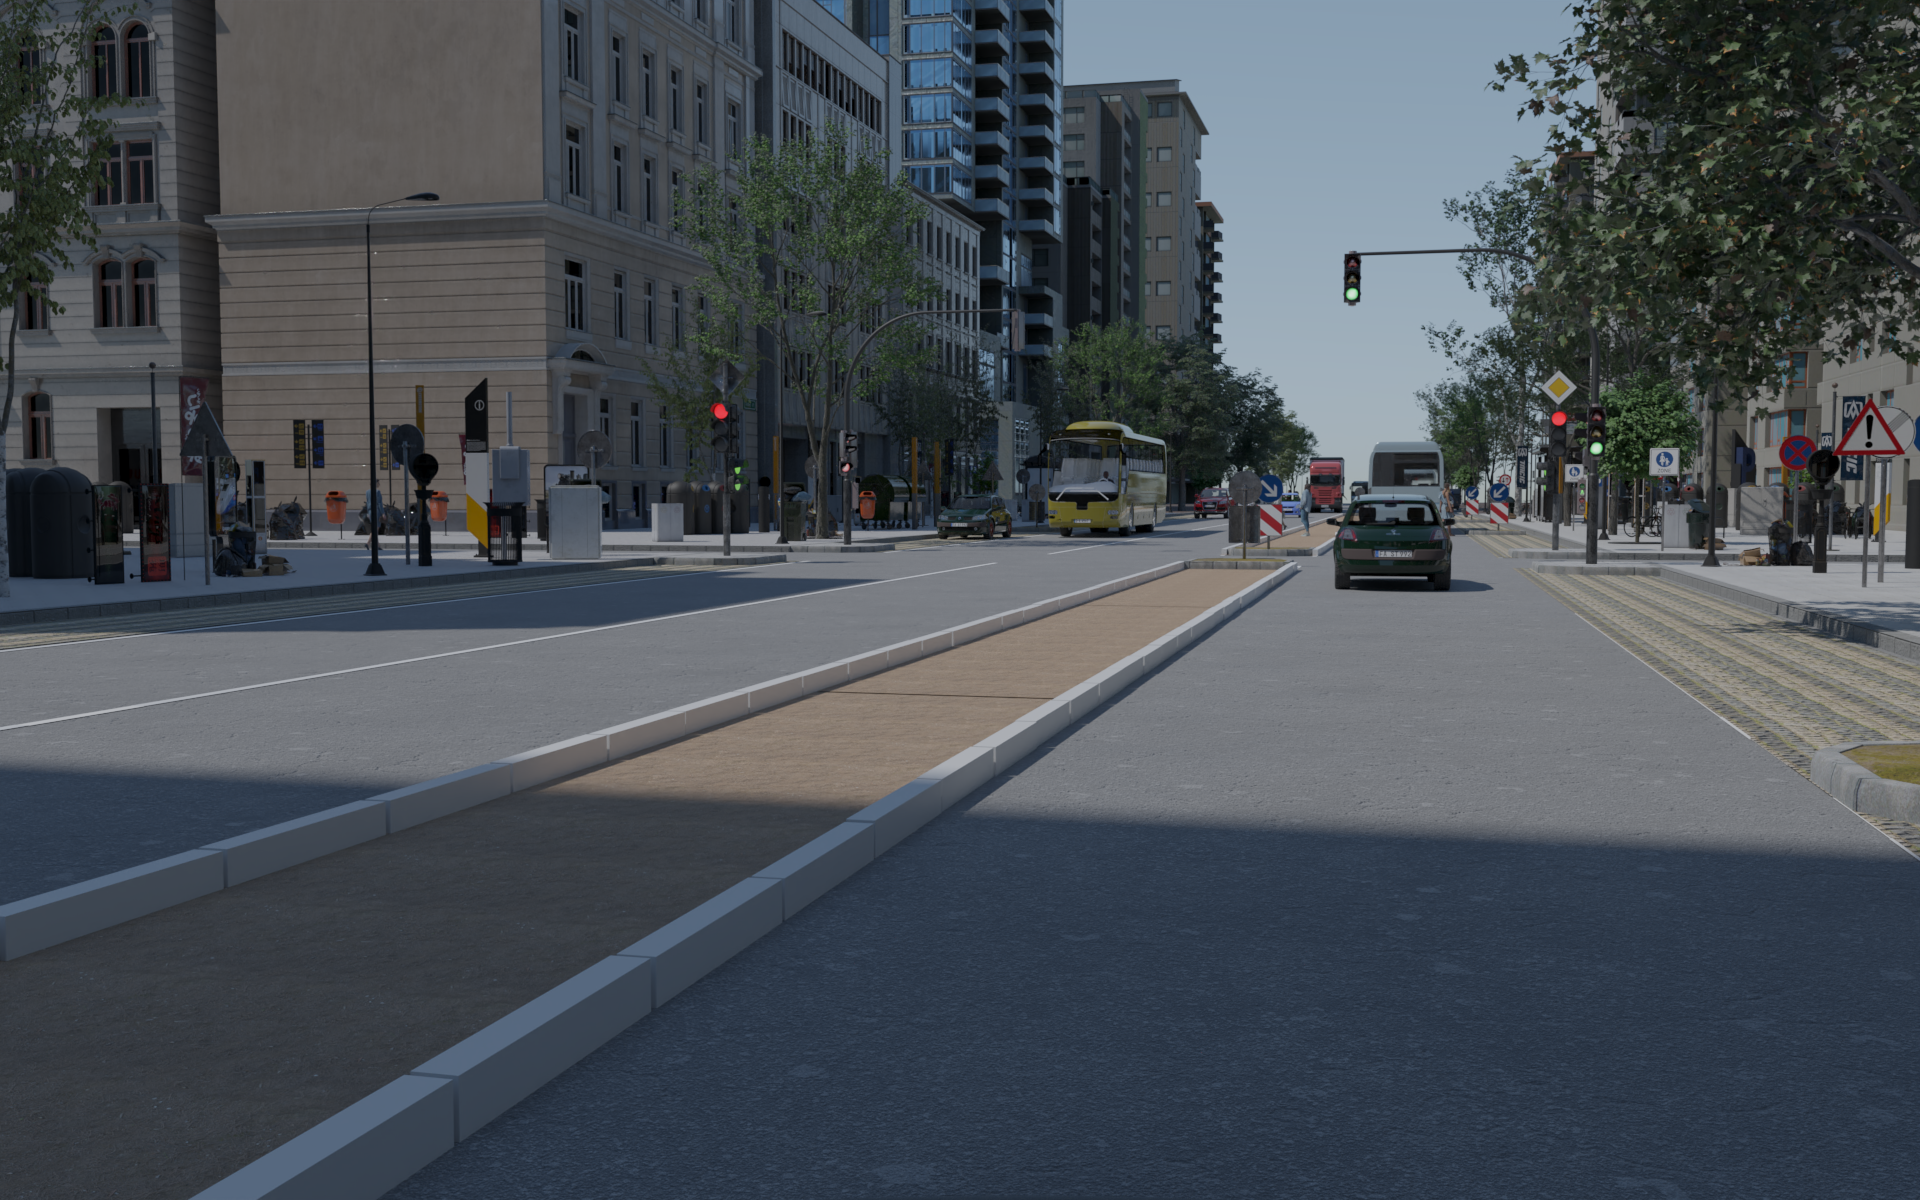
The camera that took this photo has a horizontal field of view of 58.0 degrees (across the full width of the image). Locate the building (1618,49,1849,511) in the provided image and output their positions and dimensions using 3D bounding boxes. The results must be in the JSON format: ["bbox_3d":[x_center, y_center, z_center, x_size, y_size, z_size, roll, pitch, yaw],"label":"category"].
[{"bbox_3d":[67.273,-26.757,129.359,32.217,40.220,23.993,1,4,14],"label":"building"}]

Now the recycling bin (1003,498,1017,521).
[{"bbox_3d":[2.308,-4.327,83.299,0.722,1.027,0.722,-1,4,-17],"label":"recycling bin"}]

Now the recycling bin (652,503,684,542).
[{"bbox_3d":[-7.879,-2.086,46.663,0.722,1.027,0.722,-1,4,-22],"label":"recycling bin"}]

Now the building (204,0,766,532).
[{"bbox_3d":[-17.300,-17.252,67.982,13.634,28.700,20.117,1,4,14],"label":"building"}]

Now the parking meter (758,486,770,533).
[{"bbox_3d":[-6.524,-3.012,57.663,0.372,1.533,0.369,0,3,0],"label":"parking meter"}]

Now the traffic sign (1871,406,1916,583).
[{"bbox_3d":[13.349,-1.525,25.038,0.768,2.556,0.104,1,4,18],"label":"traffic sign"}]

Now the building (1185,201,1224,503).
[{"bbox_3d":[26.662,-36.679,254.329,22.147,44.769,28.867,1,4,14],"label":"building"}]

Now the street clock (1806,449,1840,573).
[{"bbox_3d":[13.958,-1.437,28.064,0.471,2.002,0.358,1,4,16],"label":"street clock"}]

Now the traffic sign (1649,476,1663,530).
[{"bbox_3d":[24.847,-3.808,62.263,0.884,2.594,0.081,1,4,22],"label":"traffic sign"}]

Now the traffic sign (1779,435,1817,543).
[{"bbox_3d":[18.095,-2.285,37.472,0.768,2.556,0.104,1,4,15],"label":"traffic sign"}]

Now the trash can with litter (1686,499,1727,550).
[{"bbox_3d":[17.268,-1.748,39.961,0.624,1.170,1.055,-1,4,-17],"label":"trash can with litter"}]

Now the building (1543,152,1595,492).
[{"bbox_3d":[84.942,-34.309,215.569,22.147,44.769,28.867,1,4,14],"label":"building"}]

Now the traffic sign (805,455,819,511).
[{"bbox_3d":[-4.776,-3.477,56.952,0.768,2.556,0.104,1,4,21],"label":"traffic sign"}]

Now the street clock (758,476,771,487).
[{"bbox_3d":[-7.967,-4.039,70.605,0.471,2.002,0.358,-2,4,-25],"label":"street clock"}]

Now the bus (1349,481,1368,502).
[{"bbox_3d":[55.252,-14.921,238.818,2.948,3.499,13.247,1,4,13],"label":"bus"}]

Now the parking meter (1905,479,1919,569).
[{"bbox_3d":[16.447,-1.303,29.721,0.372,1.533,0.369,0,3,0],"label":"parking meter"}]

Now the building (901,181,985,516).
[{"bbox_3d":[-5.370,-15.691,105.692,9.793,20.994,18.267,1,4,14],"label":"building"}]

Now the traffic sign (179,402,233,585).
[{"bbox_3d":[-10.622,-1.491,24.384,0.884,2.594,0.081,1,4,16],"label":"traffic sign"}]

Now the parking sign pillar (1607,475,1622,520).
[{"bbox_3d":[32.797,-6.039,87.205,1.447,3.967,1.447,2,4,27],"label":"parking sign pillar"}]

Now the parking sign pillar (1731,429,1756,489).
[{"bbox_3d":[32.676,-5.123,72.229,1.447,3.967,1.447,-3,4,-38],"label":"parking sign pillar"}]

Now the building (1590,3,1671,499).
[{"bbox_3d":[71.932,-34.561,154.315,28.713,52.752,27.495,1,4,14],"label":"building"}]

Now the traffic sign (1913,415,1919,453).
[{"bbox_3d":[14.333,-1.546,25.386,0.768,2.556,0.104,1,4,21],"label":"traffic sign"}]

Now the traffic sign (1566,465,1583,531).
[{"bbox_3d":[21.315,-3.547,60.121,0.606,2.300,0.079,1,4,19],"label":"traffic sign"}]

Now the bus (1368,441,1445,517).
[{"bbox_3d":[17.323,-4.416,67.060,2.948,3.499,13.247,1,4,15],"label":"bus"}]

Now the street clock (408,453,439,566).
[{"bbox_3d":[-9.518,-1.602,30.771,0.471,2.002,0.358,-3,4,-37],"label":"street clock"}]

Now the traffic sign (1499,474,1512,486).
[{"bbox_3d":[34.675,-6.732,110.177,0.768,2.556,0.104,1,4,22],"label":"traffic sign"}]

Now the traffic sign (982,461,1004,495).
[{"bbox_3d":[1.261,-4.096,66.975,0.884,2.594,0.081,1,4,16],"label":"traffic sign"}]

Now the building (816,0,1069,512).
[{"bbox_3d":[-3.283,-50.347,135.840,22.319,86.520,31.000,1,4,14],"label":"building"}]

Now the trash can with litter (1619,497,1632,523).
[{"bbox_3d":[29.917,-4.038,77.416,1.055,1.170,0.624,-3,5,-45],"label":"trash can with litter"}]

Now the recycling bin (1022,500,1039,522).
[{"bbox_3d":[3.344,-4.148,80.376,0.722,1.027,0.722,3,4,39],"label":"recycling bin"}]

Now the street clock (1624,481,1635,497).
[{"bbox_3d":[30.312,-4.520,78.468,0.471,2.002,0.358,1,4,18],"label":"street clock"}]

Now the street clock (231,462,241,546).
[{"bbox_3d":[-15.906,-2.032,37.800,0.358,2.002,0.471,0,4,5],"label":"street clock"}]

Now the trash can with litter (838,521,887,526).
[{"bbox_3d":[-3.811,-3.584,69.657,2.233,1.210,1.678,0,4,-5],"label":"trash can with litter"}]

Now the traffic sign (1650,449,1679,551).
[{"bbox_3d":[15.774,-2.245,38.829,0.606,2.300,0.079,1,4,23],"label":"traffic sign"}]

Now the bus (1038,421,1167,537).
[{"bbox_3d":[5.368,-4.299,61.827,2.896,3.916,12.252,1,4,14],"label":"bus"}]

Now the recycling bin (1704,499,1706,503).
[{"bbox_3d":[38.516,-4.674,88.968,0.722,1.027,0.722,-1,4,-19],"label":"recycling bin"}]

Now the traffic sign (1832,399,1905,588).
[{"bbox_3d":[12.417,-1.450,23.709,0.884,2.594,0.081,1,4,21],"label":"traffic sign"}]

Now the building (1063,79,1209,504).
[{"bbox_3d":[16.861,-39.041,227.561,28.713,52.752,27.495,1,4,14],"label":"building"}]

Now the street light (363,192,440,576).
[{"bbox_3d":[-8.685,-3.328,26.950,1.470,5.913,1.316,1,4,14],"label":"street light"}]

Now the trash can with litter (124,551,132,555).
[{"bbox_3d":[-18.189,-1.525,35.990,1.678,1.210,2.233,2,4,27],"label":"trash can with litter"}]

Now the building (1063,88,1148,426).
[{"bbox_3d":[10.491,-29.838,171.452,14.154,41.232,14.086,1,4,14],"label":"building"}]

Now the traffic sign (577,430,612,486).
[{"bbox_3d":[-7.295,-2.104,34.511,0.768,2.556,0.104,1,4,17],"label":"traffic sign"}]

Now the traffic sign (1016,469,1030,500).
[{"bbox_3d":[3.165,-5.333,87.305,0.768,2.556,0.104,1,4,22],"label":"traffic sign"}]

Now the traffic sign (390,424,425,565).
[{"bbox_3d":[-10.034,-1.915,31.408,0.768,2.556,0.104,1,4,22],"label":"traffic sign"}]

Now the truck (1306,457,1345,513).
[{"bbox_3d":[28.303,-8.849,133.602,2.839,4.237,11.283,1,4,13],"label":"truck"}]

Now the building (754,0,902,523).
[{"bbox_3d":[-11.537,-16.480,87.477,12.078,24.808,19.932,1,4,14],"label":"building"}]

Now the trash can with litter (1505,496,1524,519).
[{"bbox_3d":[28.241,-4.725,88.642,0.624,1.170,1.055,0,4,-2],"label":"trash can with litter"}]

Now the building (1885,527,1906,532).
[{"bbox_3d":[46.333,-12.844,55.045,28.899,21.520,27.650,1,4,14],"label":"building"}]

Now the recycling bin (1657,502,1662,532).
[{"bbox_3d":[23.648,-2.747,57.465,0.722,1.027,0.722,-1,4,-22],"label":"recycling bin"}]

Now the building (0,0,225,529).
[{"bbox_3d":[-36.558,-17.234,69.158,23.554,28.519,14.401,1,4,14],"label":"building"}]

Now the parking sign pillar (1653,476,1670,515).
[{"bbox_3d":[43.111,-7.194,106.098,1.447,3.967,1.447,1,4,9],"label":"parking sign pillar"}]

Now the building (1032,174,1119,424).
[{"bbox_3d":[6.426,-23.645,158.297,14.160,30.474,14.107,1,4,14],"label":"building"}]

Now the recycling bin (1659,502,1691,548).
[{"bbox_3d":[17.136,-1.757,41.277,0.722,1.027,0.722,1,4,23],"label":"recycling bin"}]

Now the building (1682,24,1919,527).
[{"bbox_3d":[53.069,-14.736,85.971,27.650,21.520,28.899,1,4,14],"label":"building"}]

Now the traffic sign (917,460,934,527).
[{"bbox_3d":[-1.434,-4.080,66.712,0.884,2.594,0.081,1,4,20],"label":"traffic sign"}]

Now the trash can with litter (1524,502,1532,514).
[{"bbox_3d":[36.342,-6.037,110.094,1.055,1.170,0.624,2,4,34],"label":"trash can with litter"}]

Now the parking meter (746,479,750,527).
[{"bbox_3d":[-8.342,-3.753,67.076,0.399,1.863,0.255,2,4,33],"label":"parking meter"}]

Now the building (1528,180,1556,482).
[{"bbox_3d":[93.074,-38.184,243.919,23.786,49.044,30.456,1,4,14],"label":"building"}]

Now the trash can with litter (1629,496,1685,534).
[{"bbox_3d":[22.408,-2.704,55.276,2.233,1.210,1.678,0,4,1],"label":"trash can with litter"}]
